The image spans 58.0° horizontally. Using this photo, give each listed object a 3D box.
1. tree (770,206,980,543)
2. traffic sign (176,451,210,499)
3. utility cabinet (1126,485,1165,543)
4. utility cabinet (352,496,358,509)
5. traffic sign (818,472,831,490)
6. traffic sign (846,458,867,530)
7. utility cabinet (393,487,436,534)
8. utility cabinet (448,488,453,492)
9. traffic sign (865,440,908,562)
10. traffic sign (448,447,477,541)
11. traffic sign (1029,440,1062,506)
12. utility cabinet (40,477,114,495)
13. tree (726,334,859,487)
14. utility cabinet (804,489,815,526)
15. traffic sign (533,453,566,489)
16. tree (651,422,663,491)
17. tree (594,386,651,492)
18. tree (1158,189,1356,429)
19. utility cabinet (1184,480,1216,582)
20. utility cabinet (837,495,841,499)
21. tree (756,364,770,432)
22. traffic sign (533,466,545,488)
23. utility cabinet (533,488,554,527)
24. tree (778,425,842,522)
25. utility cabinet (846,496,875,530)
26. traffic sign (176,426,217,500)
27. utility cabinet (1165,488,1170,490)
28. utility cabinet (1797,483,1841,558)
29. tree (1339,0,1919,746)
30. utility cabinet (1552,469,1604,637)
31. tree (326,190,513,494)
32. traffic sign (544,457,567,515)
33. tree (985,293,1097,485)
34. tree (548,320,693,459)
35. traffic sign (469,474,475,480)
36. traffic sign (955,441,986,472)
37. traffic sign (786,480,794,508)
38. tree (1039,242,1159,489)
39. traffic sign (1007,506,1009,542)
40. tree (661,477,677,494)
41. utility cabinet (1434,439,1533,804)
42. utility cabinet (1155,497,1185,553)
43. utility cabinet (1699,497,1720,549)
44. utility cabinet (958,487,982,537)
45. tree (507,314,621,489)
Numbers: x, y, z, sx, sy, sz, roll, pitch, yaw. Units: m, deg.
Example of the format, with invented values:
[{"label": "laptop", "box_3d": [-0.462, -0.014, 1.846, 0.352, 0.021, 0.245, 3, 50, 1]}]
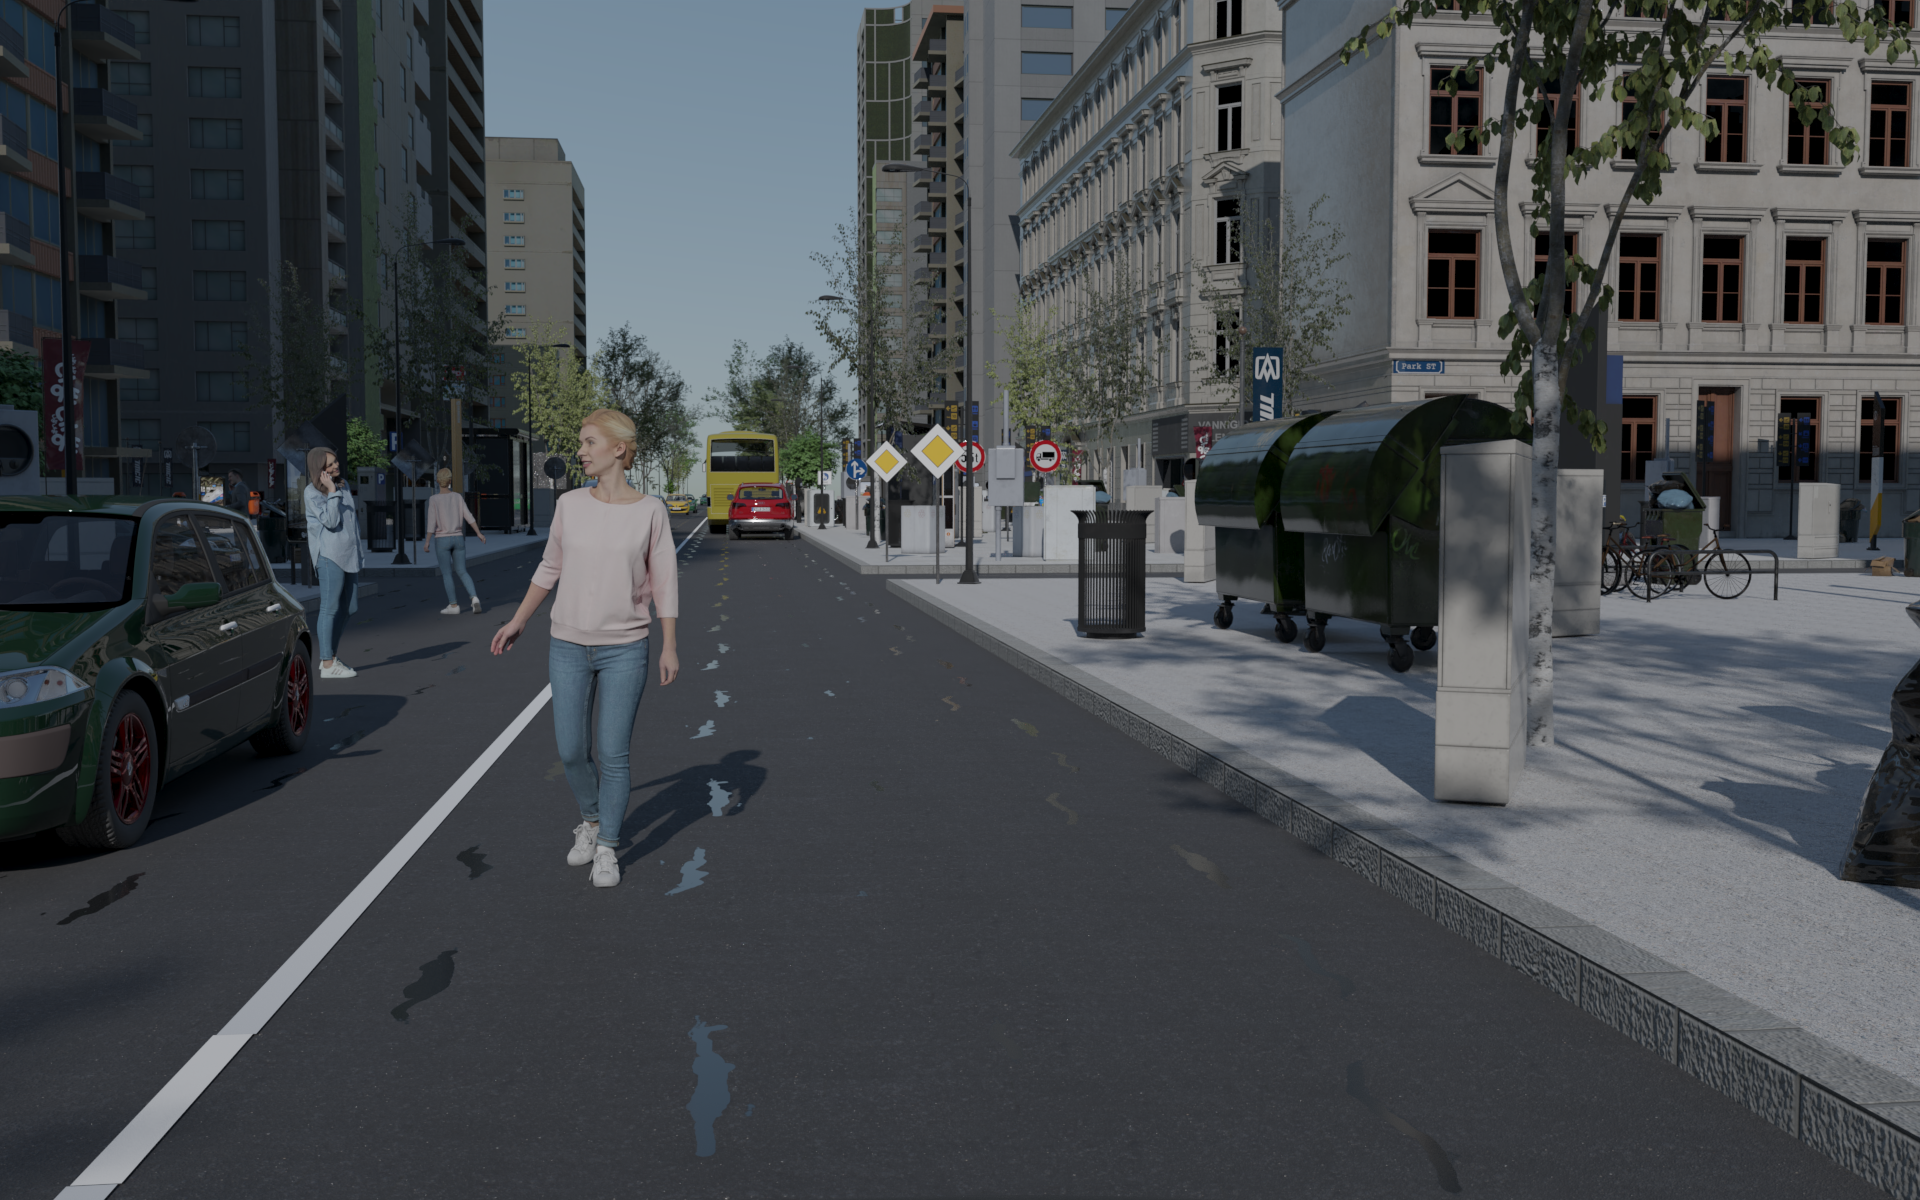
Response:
[{"label": "tree", "box_3d": [-1.941, -5.786, 44.958, 4.360, 8.622, 3.978, 0, 3, 0]}, {"label": "traffic sign", "box_3d": [-15.103, -2.086, 34.210, 0.768, 2.556, 0.104, 0, 4, 1]}, {"label": "utility cabinet", "box_3d": [4.781, -2.225, 45.059, 0.318, 1.500, 1.173, 3, 5, 42]}, {"label": "utility cabinet", "box_3d": [-21.512, -3.088, 61.655, 0.306, 1.237, 1.020, 3, 5, 40]}, {"label": "traffic sign", "box_3d": [-6.044, -4.609, 77.480, 0.606, 2.300, 0.079, 0, 4, -5]}, {"label": "traffic sign", "box_3d": [-3.709, -3.791, 62.087, 0.768, 2.556, 0.104, 0, 4, -7]}, {"label": "utility cabinet", "box_3d": [-17.517, -2.866, 55.535, 1.173, 1.500, 0.318, -1, 4, -9]}, {"label": "utility cabinet", "box_3d": [-18.401, -3.263, 62.036, 1.173, 1.500, 0.318, 0, 4, 4]}, {"label": "traffic sign", "box_3d": [-1.377, -1.767, 32.525, 0.795, 2.450, 0.064, 0, 4, -8]}, {"label": "traffic sign", "box_3d": [-13.468, -2.865, 46.949, 0.768, 2.556, 0.104, 0, 4, -7]}, {"label": "traffic sign", "box_3d": [1.998, -2.479, 40.644, 0.768, 2.556, 0.104, 0, 4, -7]}, {"label": "utility cabinet", "box_3d": [-12.097, -0.902, 23.422, 1.173, 1.500, 0.318, -3, 5, -40]}, {"label": "tree", "box_3d": [-9.160, -10.186, 100.949, 7.601, 10.594, 8.767, 2, 4, 31]}, {"label": "utility cabinet", "box_3d": [-6.032, -3.731, 69.687, 0.318, 1.500, 1.173, 0, 4, 2]}, {"label": "traffic sign", "box_3d": [-20.571, -5.604, 85.499, 2.265, 3.308, 0.079, 0, 3, 0]}, {"label": "tree", "box_3d": [-22.646, -10.492, 121.900, 4.360, 8.622, 3.978, 0, 3, 0]}, {"label": "tree", "box_3d": [-21.976, -9.789, 110.420, 4.360, 8.622, 3.978, 0, 3, 0]}, {"label": "tree", "box_3d": [7.468, -5.550, 41.101, 4.360, 8.622, 3.978, 0, 3, 0]}, {"label": "utility cabinet", "box_3d": [3.540, -1.022, 25.394, 0.318, 1.500, 1.173, 1, 4, 19]}, {"label": "utility cabinet", "box_3d": [-6.083, -4.787, 89.435, 0.306, 1.237, 1.020, 1, 4, 13]}, {"label": "tree", "box_3d": [-8.572, -8.544, 90.057, 4.360, 8.622, 3.978, 0, 3, 0]}, {"label": "traffic sign", "box_3d": [-19.400, -4.848, 79.373, 0.768, 2.556, 0.104, 0, 4, -2]}, {"label": "utility cabinet", "box_3d": [-16.041, -3.516, 66.164, 1.173, 1.500, 0.318, 2, 4, 25]}, {"label": "tree", "box_3d": [-6.974, -5.970, 81.315, 4.285, 4.588, 4.351, 0, 3, 0]}, {"label": "utility cabinet", "box_3d": [-3.594, -3.146, 62.605, 1.020, 1.237, 0.306, 1, 4, 8]}, {"label": "traffic sign", "box_3d": [-14.279, -1.974, 32.387, 0.768, 2.556, 0.104, 0, 4, 2]}, {"label": "utility cabinet", "box_3d": [7.993, -3.510, 66.066, 0.318, 1.500, 1.173, 1, 4, 15]}, {"label": "utility cabinet", "box_3d": [17.088, -1.575, 34.423, 1.173, 1.500, 0.318, -3, 5, -40]}, {"label": "tree", "box_3d": [3.199, -3.564, 8.632, 4.737, 8.622, 4.395, 0, 3, 0]}, {"label": "utility cabinet", "box_3d": [5.198, -0.414, 15.448, 1.173, 1.500, 0.318, -2, 4, -30]}, {"label": "tree", "box_3d": [-12.749, -5.610, 42.089, 4.360, 8.622, 3.978, 0, 3, 0]}, {"label": "traffic sign", "box_3d": [-13.854, -3.620, 59.290, 0.768, 2.556, 0.104, 0, 4, -7]}, {"label": "tree", "box_3d": [2.803, -6.895, 63.104, 4.737, 8.622, 4.395, 0, 3, 0]}, {"label": "tree", "box_3d": [-18.676, -9.689, 92.820, 7.601, 10.594, 8.767, 2, 4, 25]}, {"label": "traffic sign", "box_3d": [-17.890, -3.914, 64.103, 0.768, 2.556, 0.104, 0, 4, -1]}, {"label": "traffic sign", "box_3d": [0.225, -2.523, 41.353, 0.768, 2.556, 0.104, 0, 4, -2]}, {"label": "traffic sign", "box_3d": [-8.910, -5.662, 92.579, 0.884, 2.594, 0.081, 0, 4, -7]}, {"label": "tree", "box_3d": [4.266, -6.177, 51.350, 4.360, 8.622, 3.978, 0, 3, 0]}, {"label": "traffic sign", "box_3d": [1.291, -2.727, 46.716, 0.606, 2.300, 0.079, 0, 4, -7]}, {"label": "tree", "box_3d": [-30.443, -11.493, 182.504, 1.663, 3.219, 1.824, 0, 3, 0]}, {"label": "utility cabinet", "box_3d": [2.301, 0.065, 7.610, 0.318, 1.500, 1.173, 1, 4, 21]}, {"label": "utility cabinet", "box_3d": [4.754, -1.621, 37.665, 1.020, 1.237, 0.306, -1, 4, -15]}, {"label": "utility cabinet", "box_3d": [17.608, -1.830, 41.087, 0.306, 1.237, 1.020, 0, 4, -6]}, {"label": "utility cabinet", "box_3d": [0.070, -2.597, 51.137, 1.173, 1.500, 0.318, 0, 4, 4]}, {"label": "tree", "box_3d": [-16.584, -7.366, 70.802, 4.737, 8.622, 4.395, 0, 3, 0]}]
